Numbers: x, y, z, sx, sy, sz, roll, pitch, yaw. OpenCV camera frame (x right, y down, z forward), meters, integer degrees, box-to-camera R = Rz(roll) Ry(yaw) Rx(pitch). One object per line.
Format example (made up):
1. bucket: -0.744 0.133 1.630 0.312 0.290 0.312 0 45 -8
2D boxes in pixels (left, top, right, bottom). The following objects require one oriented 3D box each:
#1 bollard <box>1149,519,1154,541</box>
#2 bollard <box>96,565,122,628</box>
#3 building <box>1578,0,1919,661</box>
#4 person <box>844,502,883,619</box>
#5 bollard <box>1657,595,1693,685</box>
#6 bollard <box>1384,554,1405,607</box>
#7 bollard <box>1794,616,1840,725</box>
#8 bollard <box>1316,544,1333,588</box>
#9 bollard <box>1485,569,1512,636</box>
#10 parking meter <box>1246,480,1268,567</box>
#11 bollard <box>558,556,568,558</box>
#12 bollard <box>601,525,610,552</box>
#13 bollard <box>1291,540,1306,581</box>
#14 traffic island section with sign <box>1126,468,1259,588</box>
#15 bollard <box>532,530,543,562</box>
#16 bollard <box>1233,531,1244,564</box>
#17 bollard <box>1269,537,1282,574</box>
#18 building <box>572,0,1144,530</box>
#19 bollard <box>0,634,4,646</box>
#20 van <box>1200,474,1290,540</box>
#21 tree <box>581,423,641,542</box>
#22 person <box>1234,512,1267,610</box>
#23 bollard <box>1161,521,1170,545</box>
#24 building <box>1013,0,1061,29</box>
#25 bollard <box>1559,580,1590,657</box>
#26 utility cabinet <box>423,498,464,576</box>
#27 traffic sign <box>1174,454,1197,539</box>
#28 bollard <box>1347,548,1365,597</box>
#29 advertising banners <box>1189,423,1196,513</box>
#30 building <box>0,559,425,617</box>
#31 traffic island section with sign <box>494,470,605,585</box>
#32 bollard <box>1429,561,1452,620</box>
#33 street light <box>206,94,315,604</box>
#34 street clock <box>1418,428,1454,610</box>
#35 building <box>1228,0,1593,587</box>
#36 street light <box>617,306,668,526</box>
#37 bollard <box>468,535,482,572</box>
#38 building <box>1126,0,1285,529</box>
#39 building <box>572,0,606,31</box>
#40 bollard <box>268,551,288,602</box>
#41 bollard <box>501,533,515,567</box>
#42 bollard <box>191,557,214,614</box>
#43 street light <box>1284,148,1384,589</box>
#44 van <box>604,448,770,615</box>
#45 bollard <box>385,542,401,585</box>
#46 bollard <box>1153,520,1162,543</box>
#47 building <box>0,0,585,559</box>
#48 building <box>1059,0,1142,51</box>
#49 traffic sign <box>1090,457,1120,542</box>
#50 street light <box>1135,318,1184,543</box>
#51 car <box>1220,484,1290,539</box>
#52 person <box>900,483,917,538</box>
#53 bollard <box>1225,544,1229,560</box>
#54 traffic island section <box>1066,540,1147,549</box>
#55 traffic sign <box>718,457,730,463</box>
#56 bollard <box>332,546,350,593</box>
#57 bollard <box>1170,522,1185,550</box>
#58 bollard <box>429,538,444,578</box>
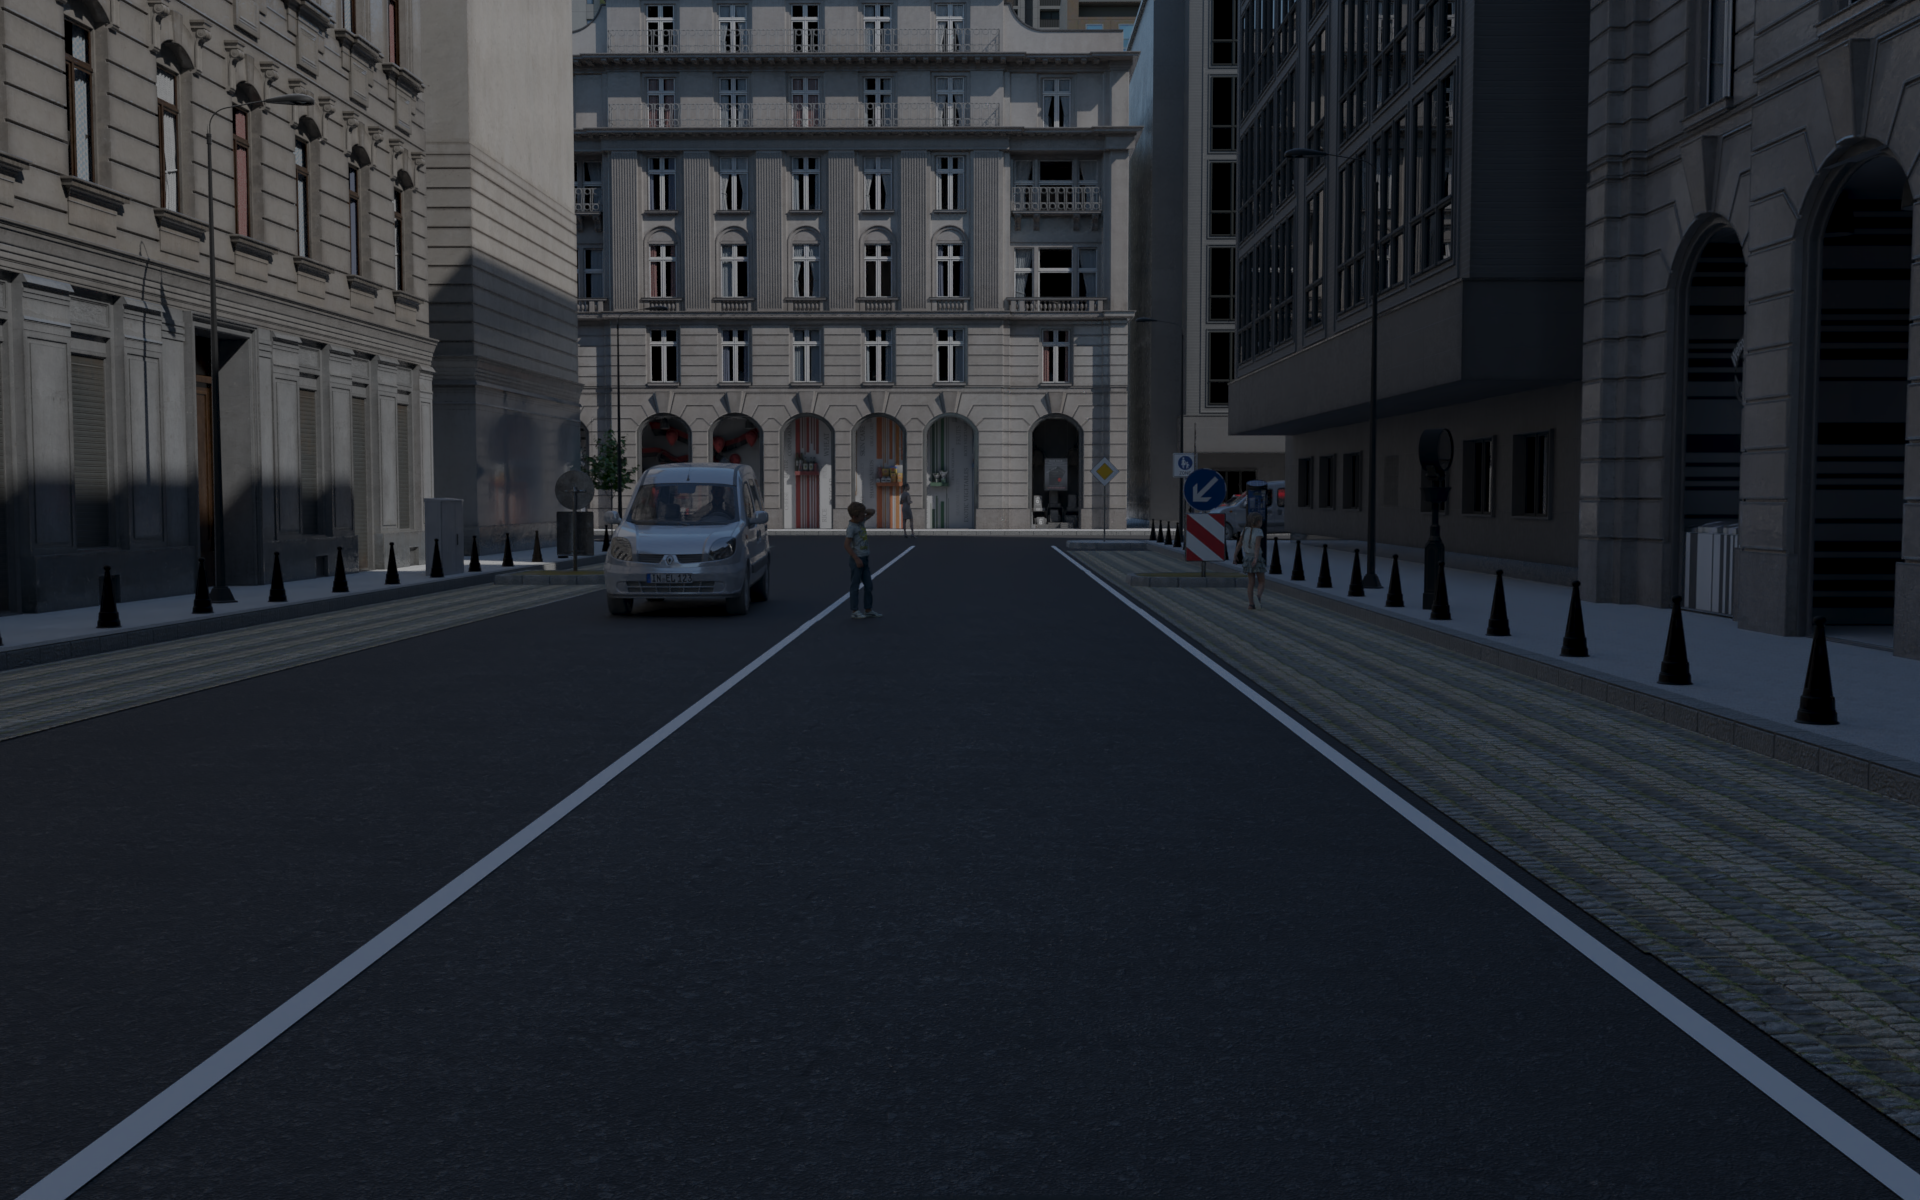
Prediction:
1. bollard: 5.319 -1.936 47.697 0.229 0.601 0.229 0 3 0
2. bollard: -8.179 -0.036 16.628 0.229 0.601 0.229 0 3 0
3. building: 13.192 -10.210 8.727 13.314 21.916 24.055 0 4 1
4. person: -1.114 -0.464 19.993 0.340 1.345 0.435 1 4 16
5. bollard: 4.836 0.266 11.700 0.229 0.601 0.229 0 3 0
6. bollard: 4.949 -0.223 19.694 0.229 0.601 0.229 0 3 0
7. bollard: 4.807 0.388 9.697 0.229 0.601 0.229 0 3 0
8. bollard: 4.998 -0.470 23.721 0.229 0.601 0.229 0 3 0
9. bollard: 4.886 0.021 15.697 0.229 0.601 0.229 0 3 0
10. parking meter: 5.232 -1.354 30.557 0.372 1.533 0.369 0 3 0
11. bollard: -7.937 -1.136 34.617 0.229 0.601 0.229 0 3 0
12. bollard: -7.881 -1.380 38.607 0.229 0.601 0.229 0 3 0
13. bollard: 5.021 -0.592 25.715 0.229 0.601 0.229 0 3 0
14. traffic island section with sign: 3.652 -1.142 27.293 1.989 1.847 2.006 0 4 1
15. bollard: -7.963 -1.013 32.611 0.229 0.601 0.229 0 3 0
16. bollard: 5.105 -0.958 31.712 0.229 0.601 0.229 0 3 0
17. bollard: 5.053 -0.714 27.716 0.229 0.601 0.229 0 3 0
18. building: -5.447 -13.828 67.894 24.055 21.916 13.314 0 4 1
19. bollard: -8.207 0.087 14.615 0.229 0.601 0.229 0 3 0
20. van: 9.001 -2.714 51.390 4.112 2.044 2.013 0 4 2
21. tree: -9.373 -3.210 47.089 1.663 3.219 1.824 0 3 0
22. person: 3.555 -0.479 21.350 0.505 1.210 0.382 3 5 43
23. bollard: 5.263 -1.691 43.696 0.229 0.601 0.229 0 3 0
24. building: 11.778 -48.456 230.504 20.611 71.187 20.563 0 4 1
25. bollard: 4.866 0.143 13.696 0.229 0.601 0.229 0 3 0
26. utility cabinet: -8.209 -1.006 27.605 0.306 1.237 1.020 0 4 3
27. traffic sign: 5.621 -2.517 43.276 0.606 2.300 0.079 0 4 8
28. bollard: 4.971 -0.346 21.706 0.229 0.601 0.229 0 3 0
29. advertising banners: 5.668 -2.808 42.102 0.090 3.025 2.074 1 4 11
30. building: -14.509 -10.619 22.766 9.793 20.994 18.267 0 4 1
31. traffic island section with sign: -6.312 -1.190 28.079 1.989 1.847 2.006 0 4 1
32. bollard: 4.915 -0.101 17.691 0.229 0.601 0.229 0 3 0
33. street light: -8.190 -2.919 20.271 1.470 5.913 1.316 0 4 1
34. street clock: 5.267 -0.895 19.200 0.358 2.002 0.471 3 4 37
35. building: 13.887 -14.647 32.988 14.314 27.812 24.014 0 4 1
36. street light: -7.898 -4.300 42.852 1.470 5.913 1.316 0 4 1
37. bollard: -8.019 -0.769 28.617 0.229 0.601 0.229 0 3 0
38. building: 22.012 -15.264 68.636 30.058 24.678 14.314 0 4 1
39. building: -46.155 -39.868 193.839 28.212 58.520 21.231 0 4 1
40. bollard: -8.128 -0.280 20.619 0.229 0.601 0.229 0 3 0
41. bollard: -7.996 -0.892 30.617 0.229 0.601 0.229 0 3 0
42. bollard: -8.149 -0.158 18.623 0.229 0.601 0.229 0 3 0
43. street light: 5.059 -3.113 23.439 1.470 5.913 1.316 0 4 1
44. van: -3.368 -0.907 21.849 2.013 2.044 4.112 0 4 -1
45. bollard: -8.072 -0.525 24.619 0.229 0.601 0.229 0 3 0
46. bollard: 5.294 -1.814 45.700 0.229 0.601 0.229 0 3 0
47. building: -18.778 -11.669 39.939 18.267 20.994 9.793 0 4 1
48. building: 15.485 -30.280 145.190 14.600 45.320 14.200 0 4 1
49. traffic sign: 3.886 -2.626 46.579 0.795 2.450 0.064 0 4 1
50. street light: 5.320 -4.478 45.758 1.470 5.913 1.316 0 4 1
51. car: 10.265 -2.763 54.217 4.494 1.783 2.155 0 4 -1
52. person: -1.671 -2.887 56.038 0.374 1.781 0.599 -3 4 -38
53. bollard: 5.130 -1.080 33.705 0.229 0.601 0.229 0 3 0
54. traffic island section: 3.909 -1.491 46.656 2.009 0.180 2.903 0 4 1
55. traffic sign: -6.357 -2.636 46.736 0.795 2.450 0.064 0 4 1
56. bollard: -8.099 -0.403 22.625 0.229 0.601 0.229 0 3 0
57. bollard: 5.236 -1.569 41.702 0.229 0.601 0.229 0 3 0
58. bollard: -8.043 -0.647 26.623 0.229 0.601 0.229 0 3 0
